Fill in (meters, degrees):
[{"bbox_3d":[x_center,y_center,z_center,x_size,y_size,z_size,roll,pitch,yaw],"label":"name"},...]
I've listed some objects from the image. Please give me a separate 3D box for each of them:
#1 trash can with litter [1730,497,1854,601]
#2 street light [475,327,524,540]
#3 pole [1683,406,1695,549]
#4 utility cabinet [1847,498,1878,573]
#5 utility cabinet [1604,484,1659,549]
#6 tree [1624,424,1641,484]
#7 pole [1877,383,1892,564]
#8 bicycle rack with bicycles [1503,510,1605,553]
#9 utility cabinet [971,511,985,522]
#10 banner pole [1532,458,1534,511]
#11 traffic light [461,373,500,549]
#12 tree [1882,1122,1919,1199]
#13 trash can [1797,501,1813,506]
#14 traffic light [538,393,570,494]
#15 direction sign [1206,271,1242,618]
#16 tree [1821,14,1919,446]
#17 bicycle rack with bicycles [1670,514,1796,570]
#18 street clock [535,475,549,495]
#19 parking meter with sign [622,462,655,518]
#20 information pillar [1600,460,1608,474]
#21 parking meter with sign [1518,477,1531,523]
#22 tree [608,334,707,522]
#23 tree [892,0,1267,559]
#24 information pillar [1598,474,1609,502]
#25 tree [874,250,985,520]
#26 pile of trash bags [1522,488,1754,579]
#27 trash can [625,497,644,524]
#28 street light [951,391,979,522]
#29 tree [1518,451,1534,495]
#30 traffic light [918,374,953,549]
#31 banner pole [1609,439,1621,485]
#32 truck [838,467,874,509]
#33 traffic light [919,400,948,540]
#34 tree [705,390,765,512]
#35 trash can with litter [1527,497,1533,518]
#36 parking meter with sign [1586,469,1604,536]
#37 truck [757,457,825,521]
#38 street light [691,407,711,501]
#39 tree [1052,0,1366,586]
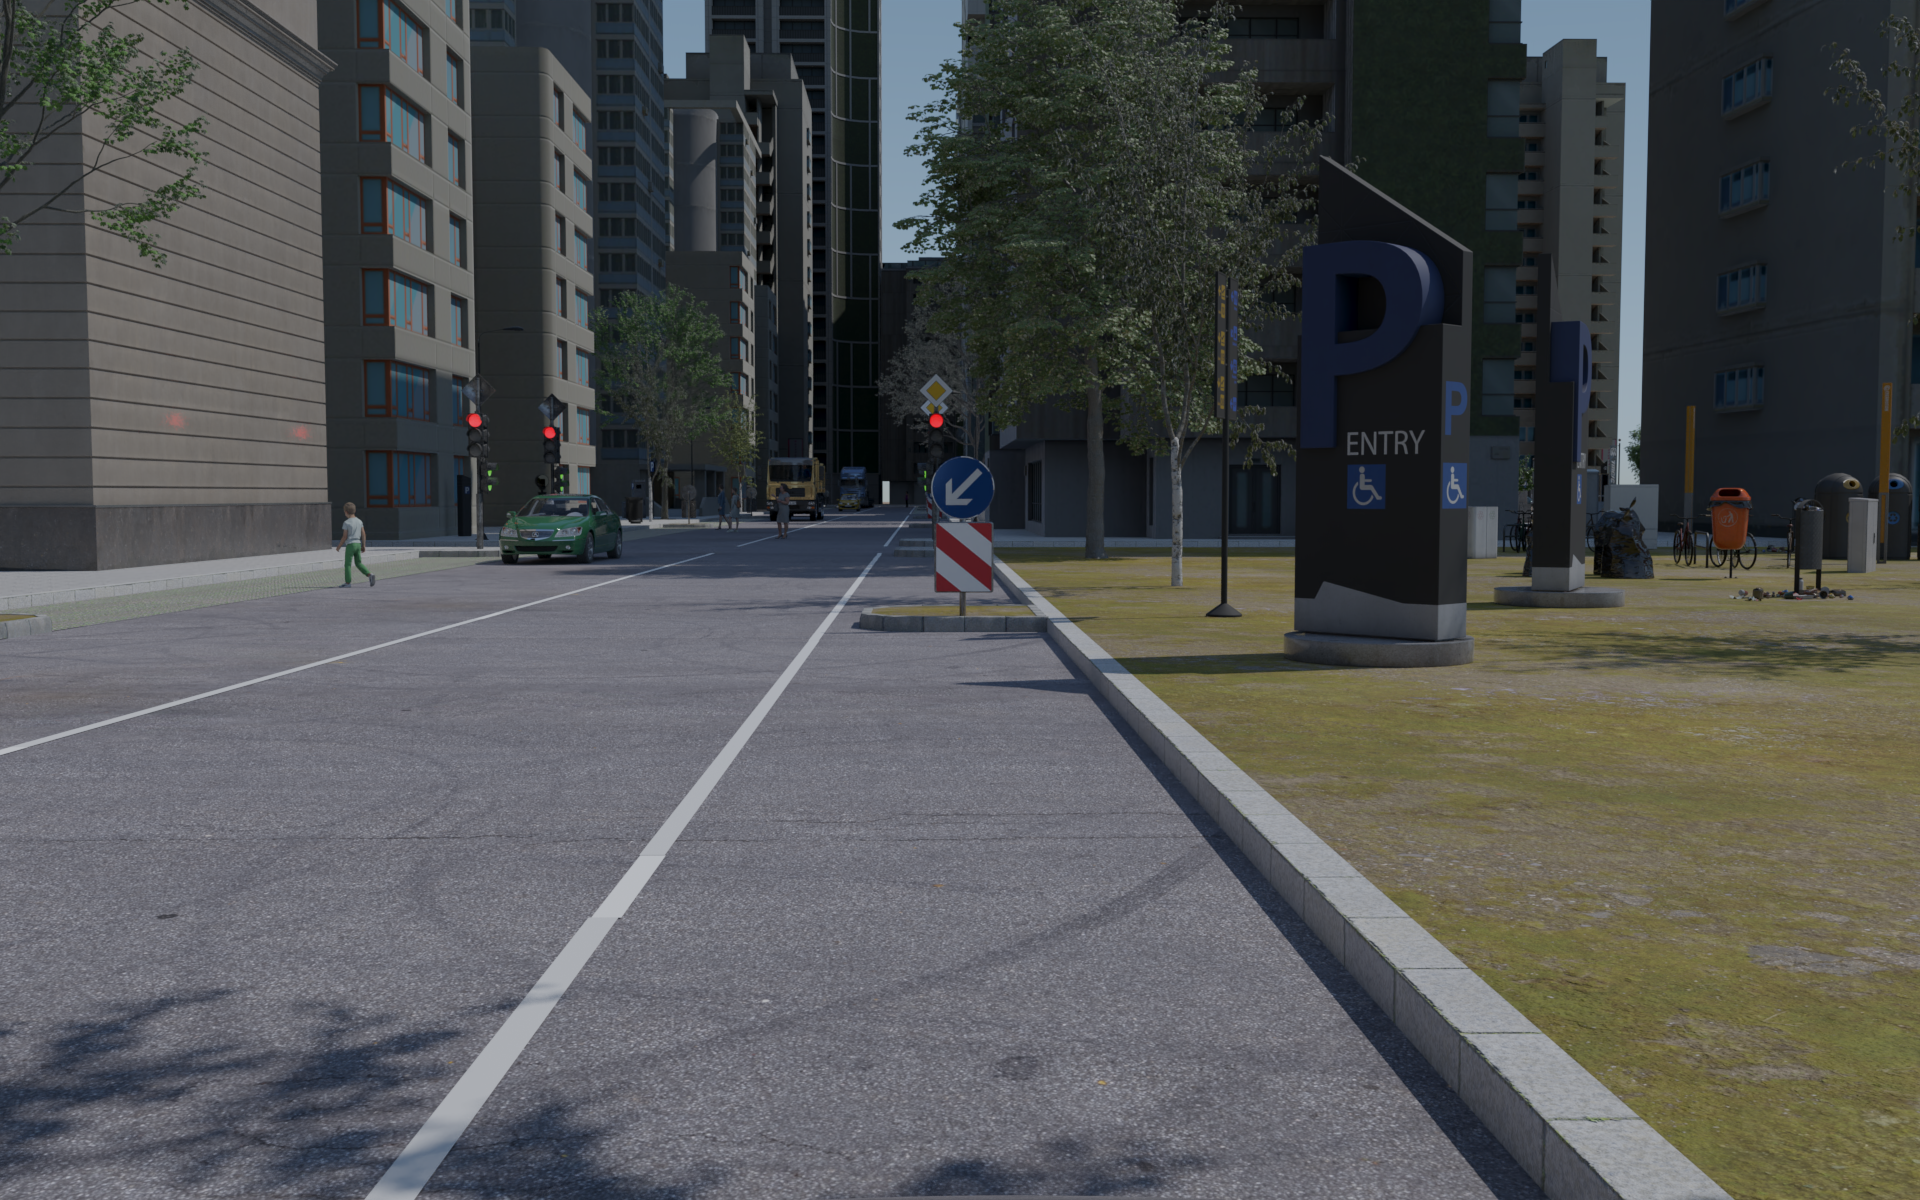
[{"bbox_3d":[10.233,-0.640,21.525,2.233,1.210,1.678,-2,4,-35],"label":"trash can with litter"},{"bbox_3d":[-12.795,-4.624,48.149,1.470,5.913,1.316,0,4,-1],"label":"street light"},{"bbox_3d":[16.910,-2.833,40.158,0.158,3.312,0.155,0,3,0],"label":"pole"},{"bbox_3d":[14.881,-1.063,28.539,0.306,1.237,1.020,3,4,36],"label":"utility cabinet"},{"bbox_3d":[15.418,-1.906,39.834,1.173,1.500,0.318,0,4,-7],"label":"utility cabinet"},{"bbox_3d":[28.498,-5.274,69.950,4.285,4.588,4.351,0,3,0],"label":"tree"},{"bbox_3d":[17.010,-2.326,31.865,0.158,3.312,0.155,0,3,0],"label":"pole"},{"bbox_3d":[13.068,-1.522,38.267,2.925,0.926,2.852,-3,5,-44],"label":"bicycle rack with bicycles"},{"bbox_3d":[0.982,-4.282,81.171,1.020,1.237,0.306,3,5,41],"label":"utility cabinet"},{"bbox_3d":[40.212,-8.024,121.202,0.401,3.779,0.863,3,5,44],"label":"banner pole"},{"bbox_3d":[-11.181,-3.143,40.304,0.839,4.253,0.868,0,4,-1],"label":"traffic light"},{"bbox_3d":[2.331,-4.705,2.690,9.928,11.665,9.643,0,3,0],"label":"tree"},{"bbox_3d":[17.888,-1.500,36.183,0.748,1.137,0.748,0,3,0],"label":"trash can"},{"bbox_3d":[-11.343,-3.631,48.287,0.839,4.253,0.868,0,4,-1],"label":"traffic light"},{"bbox_3d":[2.770,-1.595,18.069,0.379,3.537,0.876,1,4,22],"label":"direction sign"},{"bbox_3d":[10.026,-3.964,15.175,4.360,8.622,3.978,0,3,0],"label":"tree"},{"bbox_3d":[13.842,-1.041,30.403,2.852,0.926,2.925,1,4,18],"label":"bicycle rack with bicycles"},{"bbox_3d":[-15.566,-3.668,64.537,0.471,2.002,0.358,-2,4,-32],"label":"street clock"},{"bbox_3d":[-17.161,-5.881,92.416,1.738,3.016,0.543,-2,4,-30],"label":"parking meter with sign"},{"bbox_3d":[44.265,-7.809,119.025,0.504,3.616,0.183,2,4,31],"label":"information pillar"},{"bbox_3d":[25.092,-4.978,77.646,0.543,3.016,1.738,0,4,-5],"label":"parking meter with sign"},{"bbox_3d":[-14.079,-7.922,79.889,4.360,8.622,3.978,0,3,0],"label":"tree"},{"bbox_3d":[2.289,-7.102,34.245,7.486,12.596,7.792,0,3,0],"label":"tree"},{"bbox_3d":[23.125,-3.539,62.359,0.304,2.012,0.304,-1,4,-10],"label":"information pillar"},{"bbox_3d":[0.893,-10.682,85.017,12.009,13.543,11.850,0,3,0],"label":"tree"},{"bbox_3d":[10.421,-1.047,26.878,3.447,1.369,1.912,2,4,31],"label":"pile of trash bags"},{"bbox_3d":[-14.023,-3.865,74.848,0.748,1.137,0.748,0,3,0],"label":"trash can"},{"bbox_3d":[0.186,-6.478,78.456,1.470,5.913,1.316,0,4,-1],"label":"street light"},{"bbox_3d":[22.012,-4.540,68.826,1.663,3.219,1.824,0,3,0],"label":"tree"},{"bbox_3d":[-0.573,-3.157,40.534,0.839,4.253,0.868,0,4,-1],"label":"traffic light"},{"bbox_3d":[29.558,-5.389,78.128,0.863,3.779,0.401,-2,4,-29],"label":"banner pole"},{"bbox_3d":[-10.467,-11.481,177.474,2.967,4.110,18.799,0,3,0],"label":"truck"},{"bbox_3d":[-0.735,-3.645,48.517,0.839,4.253,0.868,0,4,-1],"label":"traffic light"},{"bbox_3d":[-15.368,-10.387,120.194,4.737,8.622,4.395,0,3,0],"label":"tree"},{"bbox_3d":[26.801,-4.298,81.660,0.624,1.170,1.055,0,4,-1],"label":"trash can with litter"},{"bbox_3d":[19.170,-3.471,53.012,1.738,3.016,0.543,0,4,3],"label":"parking meter with sign"},{"bbox_3d":[-8.874,-5.990,93.856,3.469,3.379,9.791,0,4,-1],"label":"truck"},{"bbox_3d":[-13.737,-7.321,92.240,1.470,5.913,1.316,0,4,-1],"label":"street light"},{"bbox_3d":[3.085,-4.483,23.664,4.360,8.622,3.978,0,3,0],"label":"tree"}]
